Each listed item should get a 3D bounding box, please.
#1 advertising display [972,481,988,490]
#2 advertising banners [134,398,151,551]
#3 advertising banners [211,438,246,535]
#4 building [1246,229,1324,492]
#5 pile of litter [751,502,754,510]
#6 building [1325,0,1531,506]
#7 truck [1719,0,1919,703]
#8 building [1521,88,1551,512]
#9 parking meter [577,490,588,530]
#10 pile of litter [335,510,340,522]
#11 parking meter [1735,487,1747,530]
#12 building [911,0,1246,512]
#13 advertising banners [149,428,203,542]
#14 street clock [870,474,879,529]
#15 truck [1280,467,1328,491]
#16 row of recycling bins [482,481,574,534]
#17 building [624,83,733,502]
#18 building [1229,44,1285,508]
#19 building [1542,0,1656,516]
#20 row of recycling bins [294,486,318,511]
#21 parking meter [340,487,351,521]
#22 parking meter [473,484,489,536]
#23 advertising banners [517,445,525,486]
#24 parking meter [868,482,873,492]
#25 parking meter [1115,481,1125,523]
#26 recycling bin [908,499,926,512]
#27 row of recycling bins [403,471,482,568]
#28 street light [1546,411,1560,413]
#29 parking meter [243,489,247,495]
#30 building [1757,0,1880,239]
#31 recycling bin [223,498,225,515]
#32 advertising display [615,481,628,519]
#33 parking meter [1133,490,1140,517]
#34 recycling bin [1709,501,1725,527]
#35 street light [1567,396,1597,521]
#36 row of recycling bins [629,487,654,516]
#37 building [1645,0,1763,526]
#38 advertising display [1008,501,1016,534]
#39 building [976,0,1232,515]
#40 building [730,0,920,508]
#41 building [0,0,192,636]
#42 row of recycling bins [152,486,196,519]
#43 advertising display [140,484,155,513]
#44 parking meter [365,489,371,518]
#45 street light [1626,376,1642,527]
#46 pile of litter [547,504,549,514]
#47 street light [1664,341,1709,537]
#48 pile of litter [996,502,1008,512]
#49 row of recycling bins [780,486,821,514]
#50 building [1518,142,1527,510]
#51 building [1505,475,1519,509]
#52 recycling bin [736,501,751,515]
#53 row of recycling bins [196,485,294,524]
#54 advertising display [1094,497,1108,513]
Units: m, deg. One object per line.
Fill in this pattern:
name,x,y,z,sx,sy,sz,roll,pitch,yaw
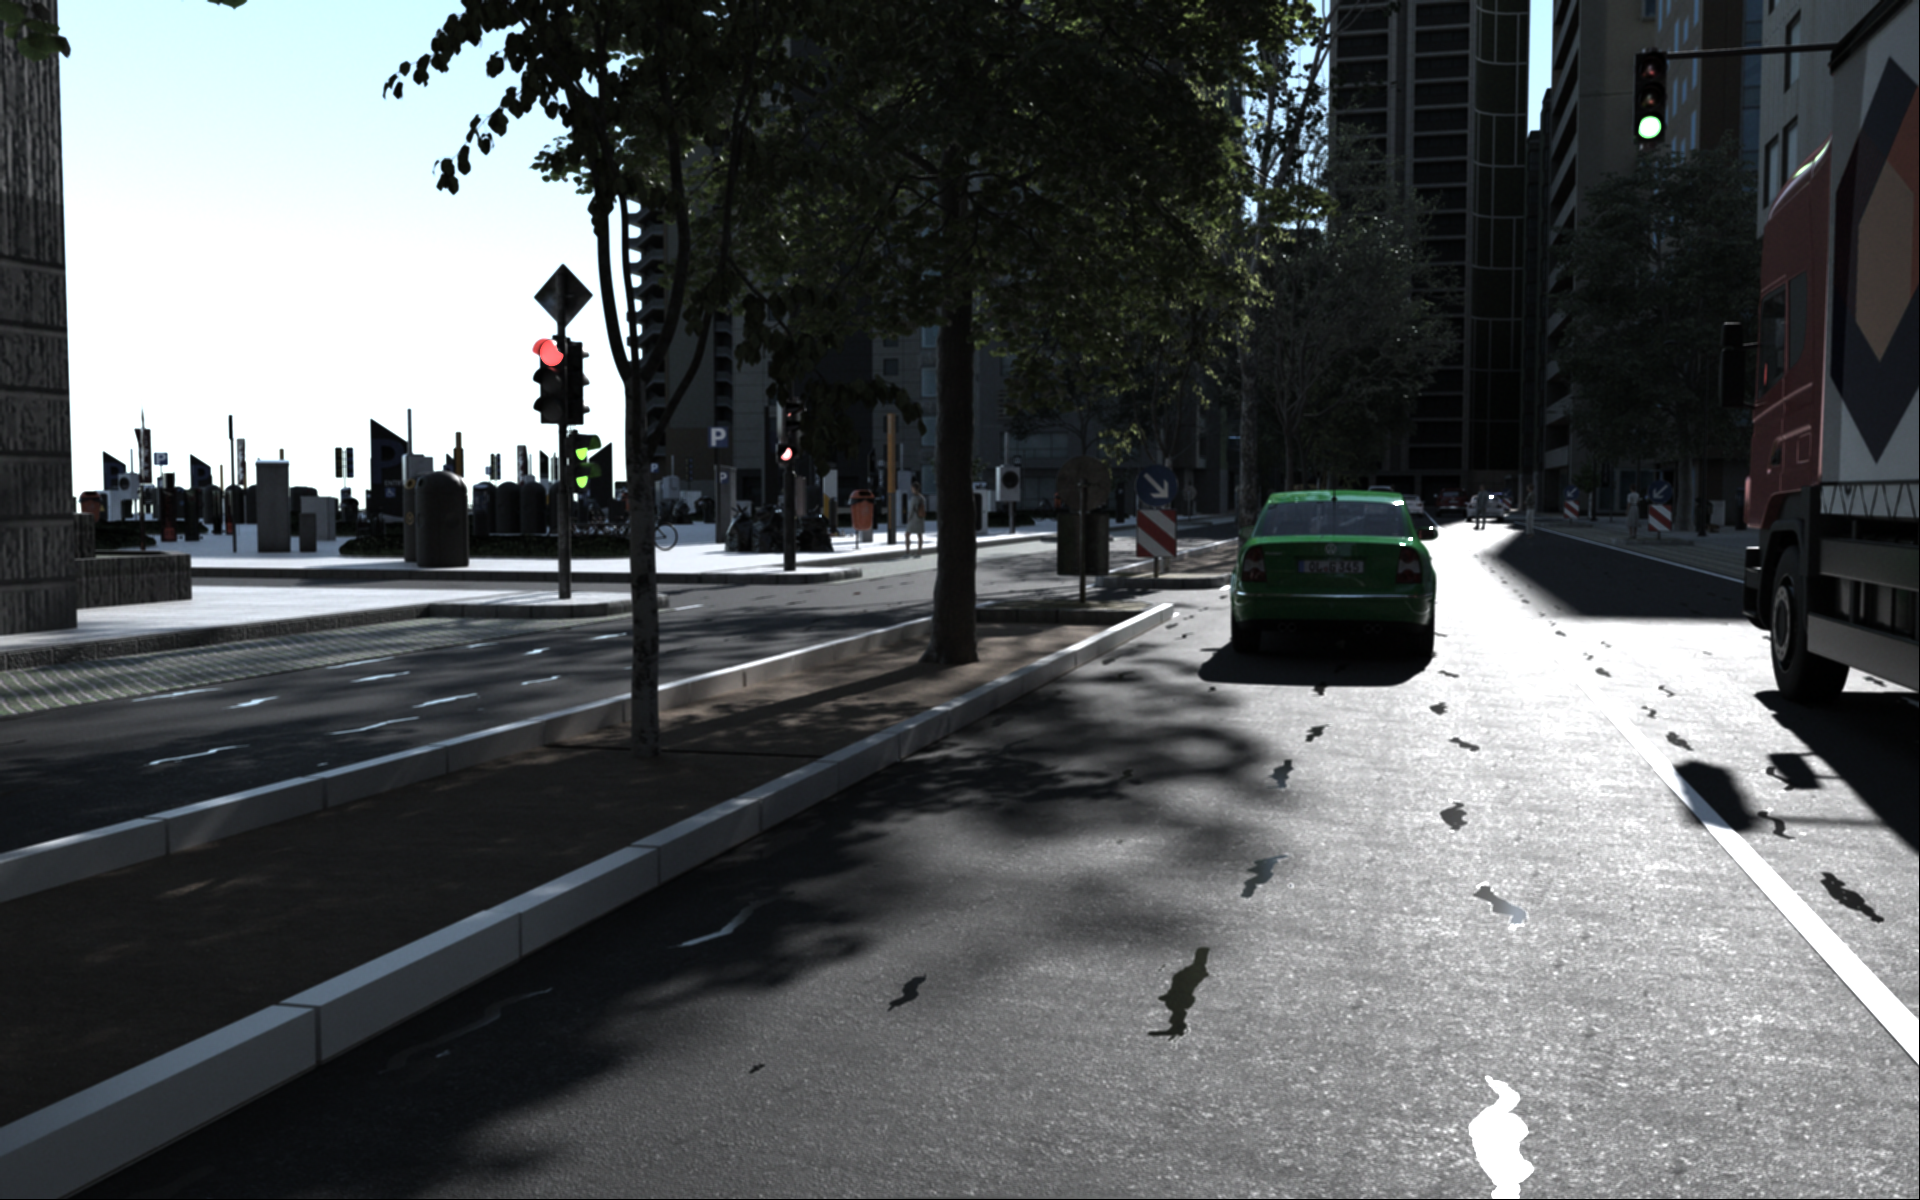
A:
advertising display,0.903,-4.966,86.404,0.974,1.923,0.123,-1,4,-21
advertising banners,-15.362,-2.222,32.515,0.090,3.025,2.074,-2,4,-27
advertising banners,-23.021,-3.568,54.526,2.074,3.025,0.090,3,4,38
building,32.907,-25.652,191.106,14.107,30.474,14.160,1,4,14
pile of litter,-12.637,-5.469,103.385,1.719,0.858,1.176,2,4,34
building,50.943,-45.900,188.720,20.611,71.187,20.563,1,4,14
truck,6.042,-1.190,8.366,2.839,4.237,11.283,1,4,14
building,48.807,-21.603,124.904,14.160,30.474,14.107,1,4,14
parking meter,-13.624,-3.312,62.560,0.372,1.533,0.369,0,3,0
pile of litter,-23.050,-3.068,64.132,1.176,0.858,1.719,0,4,6
parking meter,27.883,-3.265,61.796,0.372,1.533,0.369,0,3,0
building,9.924,-31.397,132.957,23.786,49.044,30.456,1,4,14
advertising banners,-21.357,-3.091,46.729,0.090,3.025,2.074,2,4,26
street clock,-3.106,-3.562,62.802,0.358,2.002,0.471,-1,4,-19
truck,24.127,-7.602,120.211,3.469,3.379,9.791,1,4,13
row of recycling bins,-14.154,-2.995,56.087,3.534,1.692,1.069,1,4,14
building,-25.703,-32.574,182.689,14.200,45.320,14.600,1,4,14
building,15.494,-52.309,167.929,31.000,86.520,22.319,1,4,14
building,48.112,-29.493,105.919,21.300,48.544,21.600,1,4,14
row of recycling bins,-38.666,-5.780,101.622,1.069,1.692,3.534,0,3,0
parking meter,-22.266,-3.328,62.830,0.372,1.533,0.369,0,3,0
parking meter,-11.544,-2.039,41.747,0.372,1.533,0.369,0,3,0
advertising banners,-16.129,-4.021,61.933,2.074,3.025,0.090,3,5,41
parking meter,-4.299,-4.810,84.349,0.255,1.863,0.399,-2,4,-24
parking meter,7.090,-4.350,76.838,0.399,1.863,0.255,0,4,-5
recycling bin,-2.246,-4.802,91.068,0.722,1.027,0.722,2,4,27
row of recycling bins,-9.595,-1.509,31.783,1.069,1.692,3.534,-1,4,-22
street light,33.407,-7.591,96.659,1.470,5.913,1.316,1,4,14
parking meter,-33.928,-4.498,81.958,0.372,1.533,0.369,0,3,0
building,32.235,-27.134,32.878,27.495,52.752,28.713,1,4,14
recycling bin,-44.723,-5.705,105.827,0.722,1.027,0.722,3,5,42
advertising display,-16.845,-4.980,86.635,0.974,1.923,0.123,2,4,27
parking meter,9.939,-5.447,97.471,0.372,1.533,0.369,0,3,0
recycling bin,29.247,-3.349,67.307,0.722,1.027,0.722,1,4,8
street light,29.580,-6.708,82.214,1.470,5.913,1.316,1,4,14
row of recycling bins,-18.130,-5.563,98.066,1.069,1.692,3.534,2,4,28
building,37.763,-25.884,73.315,14.600,45.320,14.200,1,4,14
advertising display,1.704,-3.135,56.477,0.123,1.923,0.974,0,4,-6
building,9.471,-26.091,110.178,14.154,41.232,14.086,1,4,14
building,-9.665,-45.025,174.410,20.611,71.187,20.563,1,4,14
building,-23.126,-28.865,13.942,28.212,58.520,21.231,1,4,14
row of recycling bins,-41.016,-5.185,91.879,1.069,1.692,3.534,3,5,43
advertising display,-54.139,-6.742,115.438,0.974,1.923,0.123,-3,5,-45
parking meter,-29.004,-4.690,85.091,0.372,1.533,0.369,0,3,0
street light,25.684,-5.774,66.952,1.470,5.913,1.316,1,4,14
pile of litter,-20.813,-4.505,87.620,1.719,0.858,1.176,2,4,30
street light,21.997,-4.889,52.471,1.470,5.913,1.316,1,4,14
pile of litter,2.626,-5.152,98.200,1.719,0.858,1.176,0,4,4
row of recycling bins,-7.808,-4.763,84.987,1.069,1.692,3.534,-2,4,-29
building,52.258,-22.453,138.803,14.160,30.474,14.107,1,4,14
building,66.089,-28.300,154.579,32.217,40.220,23.993,1,4,14
recycling bin,-8.489,-3.306,66.604,0.722,1.027,0.722,-2,4,-30
row of recycling bins,-30.904,-4.150,74.963,3.534,1.692,1.069,-1,4,-10
advertising display,6.135,-4.389,76.972,0.974,1.923,0.123,2,4,34
